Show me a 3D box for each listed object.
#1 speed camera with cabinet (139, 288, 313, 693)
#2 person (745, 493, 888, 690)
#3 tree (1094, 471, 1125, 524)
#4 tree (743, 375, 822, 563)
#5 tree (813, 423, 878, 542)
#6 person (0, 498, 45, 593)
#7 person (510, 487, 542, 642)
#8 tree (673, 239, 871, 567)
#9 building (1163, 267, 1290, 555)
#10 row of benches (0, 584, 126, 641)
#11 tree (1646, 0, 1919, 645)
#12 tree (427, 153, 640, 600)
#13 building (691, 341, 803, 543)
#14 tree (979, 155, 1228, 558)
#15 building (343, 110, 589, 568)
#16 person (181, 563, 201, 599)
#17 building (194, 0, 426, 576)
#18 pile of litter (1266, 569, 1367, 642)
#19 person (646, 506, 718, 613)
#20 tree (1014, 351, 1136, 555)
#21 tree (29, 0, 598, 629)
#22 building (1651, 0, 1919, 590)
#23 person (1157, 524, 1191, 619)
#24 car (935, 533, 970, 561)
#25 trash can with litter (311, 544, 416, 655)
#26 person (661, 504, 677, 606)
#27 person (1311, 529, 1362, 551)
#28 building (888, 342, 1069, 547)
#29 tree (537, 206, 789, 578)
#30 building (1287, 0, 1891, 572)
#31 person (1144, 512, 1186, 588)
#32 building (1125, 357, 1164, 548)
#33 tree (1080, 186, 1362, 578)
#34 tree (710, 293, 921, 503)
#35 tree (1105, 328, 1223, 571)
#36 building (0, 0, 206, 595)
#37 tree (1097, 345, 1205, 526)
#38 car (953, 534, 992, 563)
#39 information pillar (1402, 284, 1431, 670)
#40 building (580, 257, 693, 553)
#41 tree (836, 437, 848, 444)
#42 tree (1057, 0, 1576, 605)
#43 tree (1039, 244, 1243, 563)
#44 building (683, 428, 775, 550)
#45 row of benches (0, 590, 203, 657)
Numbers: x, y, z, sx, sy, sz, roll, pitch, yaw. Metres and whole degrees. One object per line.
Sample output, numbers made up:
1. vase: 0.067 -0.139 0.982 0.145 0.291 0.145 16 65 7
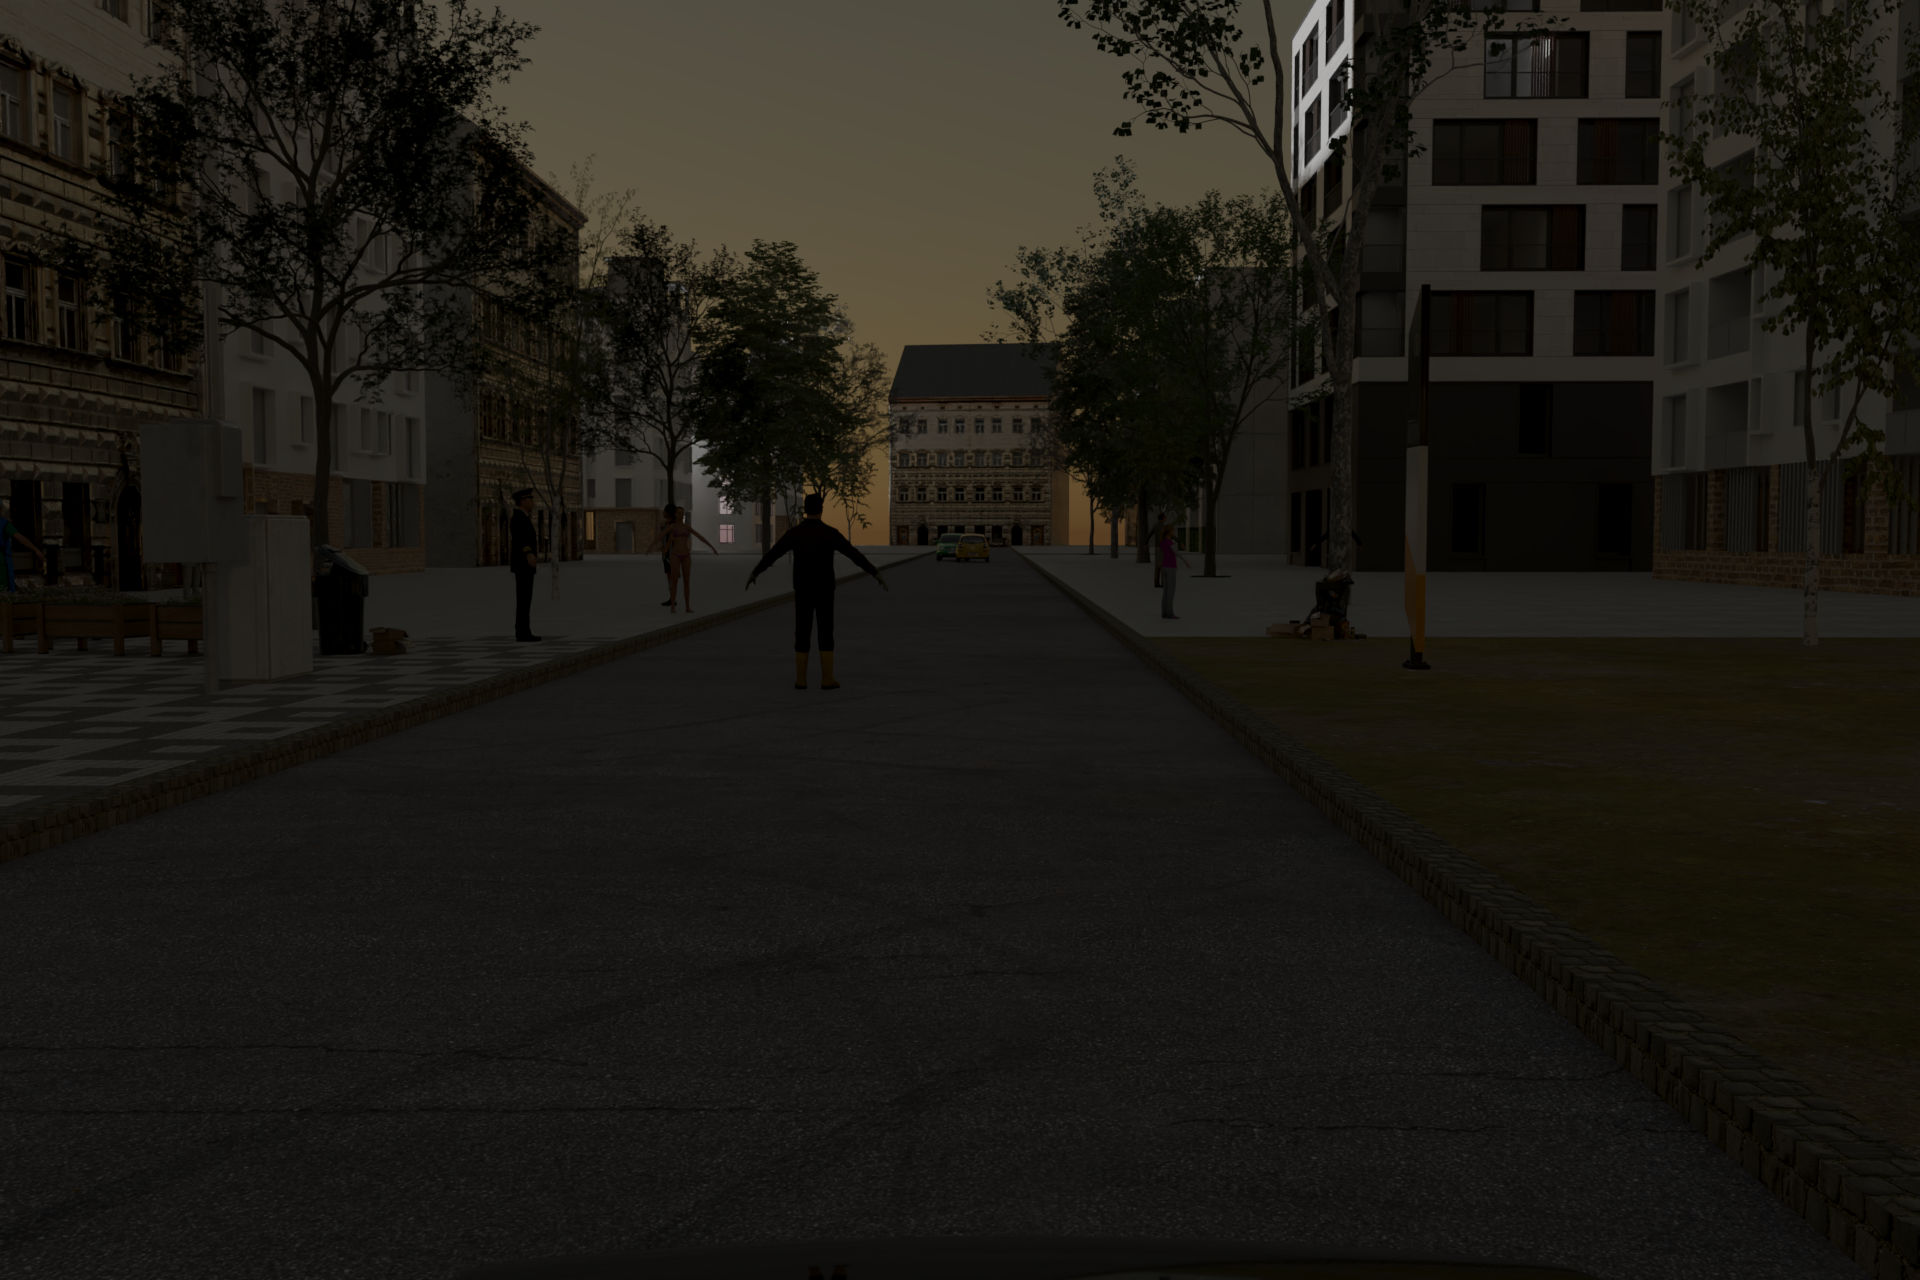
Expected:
1. speed camera with cabinet: -6.209 -1.247 14.731 0.660 3.252 2.038 0 4 1
2. person: -1.344 -0.455 16.042 1.346 1.812 0.704 0 4 6
3. tree: 19.529 -17.669 195.539 9.857 13.997 8.962 0 3 0
4. tree: -7.581 -7.659 75.595 4.737 8.622 4.395 0 3 0
5. tree: -6.757 -9.443 104.756 4.737 8.622 4.395 0 3 0
6. person: -13.838 -1.150 24.925 1.347 1.817 0.704 1 4 9
7. person: -5.184 -0.904 20.714 0.705 1.837 1.347 -1 4 -14
8. tree: -7.292 -9.089 66.731 7.486 12.596 7.792 0 3 0
9. building: 24.574 -15.704 123.216 16.747 18.905 31.486 0 4 1
10. row of benches: -12.218 -0.358 21.312 4.104 0.672 1.422 0 4 6
11. tree: 9.996 -4.234 19.590 4.737 8.622 4.395 0 3 0
12. tree: -7.759 -5.071 33.278 4.360 8.622 3.978 0 3 0
13. building: -21.629 -19.070 168.213 16.016 20.090 11.380 0 4 1
14. tree: 7.291 -14.287 89.481 12.611 20.169 13.585 0 3 0
15. building: -27.526 -14.877 74.175 19.493 23.208 18.063 0 3 0
16. person: -15.196 -1.719 34.291 0.705 1.806 1.347 1 4 21
17. building: -23.109 -11.520 44.765 16.016 20.090 11.380 0 4 1
18. pile of litter: 4.412 -0.459 21.468 1.176 0.858 1.719 0 4 0
19. person: -4.517 -1.304 28.116 1.217 1.733 0.721 -2 4 -26
20. tree: 8.209 -11.962 105.949 12.009 13.543 11.850 0 3 0
21. tree: -8.349 -5.430 23.188 7.601 10.594 8.767 -3 5 -40
22. building: 24.442 -11.614 46.310 16.016 20.090 11.380 0 4 1
23. person: 3.212 -1.033 26.160 0.599 1.433 0.991 -1 4 -20
24. car: -0.355 -5.166 93.254 1.959 1.807 4.718 0 4 1
25. trash can with litter: -6.380 -0.438 18.547 1.055 1.170 0.624 0 4 2
26. person: -5.209 -1.521 31.005 0.704 1.843 1.345 -1 4 -9
27. person: 8.602 -2.028 39.345 1.347 1.806 0.705 -1 4 -20
28. building: 2.591 -22.340 198.646 18.063 23.208 19.493 1 4 10
29. tree: -8.622 -7.080 50.174 7.601 10.594 8.767 -1 4 -23
30. building: 27.652 -14.062 73.896 27.936 21.610 32.646 0 4 1
31. person: 4.839 -2.150 41.425 0.705 1.796 1.348 -3 4 -39
32. building: 26.320 -20.799 170.986 19.493 23.208 18.063 0 4 1
33. tree: 7.578 -7.667 51.110 9.928 11.665 9.643 0 3 0
34. tree: -7.105 -10.829 87.426 12.009 13.543 11.850 0 3 0
35. tree: 7.339 -6.729 60.387 4.737 8.622 4.395 0 3 0
36. building: -27.373 -12.304 32.093 19.493 23.208 18.063 0 3 0
37. tree: 7.944 -7.086 66.222 4.360 8.622 3.978 0 3 0
38. car: 0.657 -4.799 88.687 2.015 1.641 3.980 0 4 1
39. information pillar: 4.362 -1.540 16.527 0.183 3.616 0.504 0 4 1
40. building: -25.736 -16.090 119.496 16.016 20.090 11.380 0 4 2
41. tree: -18.584 -20.959 198.574 12.611 20.169 13.585 0 3 0
42. tree: 6.227 -10.773 32.029 12.611 20.169 13.585 0 3 0
43. tree: 8.158 -10.371 76.213 9.857 13.997 8.962 0 3 0
44. building: -20.433 -12.725 150.199 9.099 9.664 28.070 0 4 1
45. row of benches: -9.328 -0.194 18.640 4.104 0.672 1.422 1 4 16
